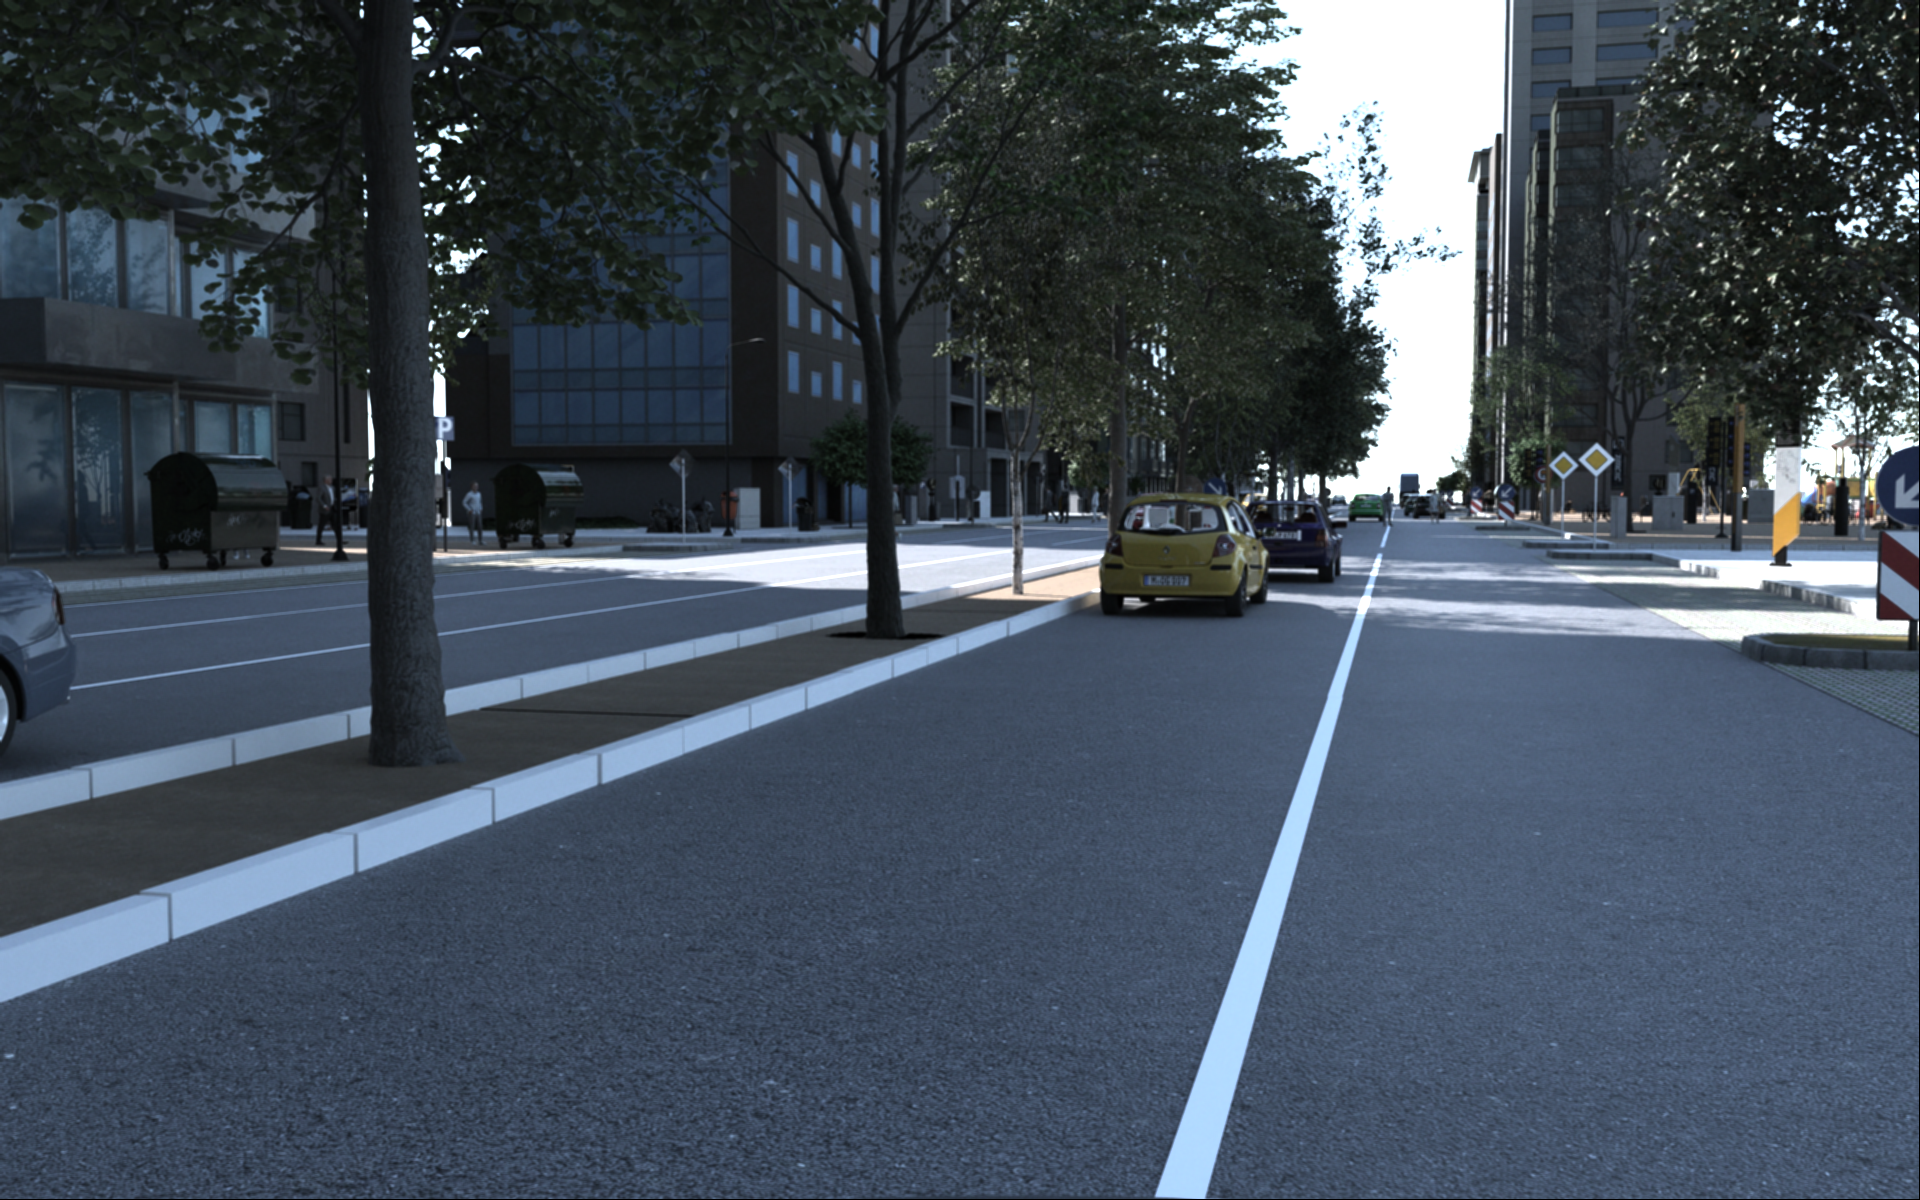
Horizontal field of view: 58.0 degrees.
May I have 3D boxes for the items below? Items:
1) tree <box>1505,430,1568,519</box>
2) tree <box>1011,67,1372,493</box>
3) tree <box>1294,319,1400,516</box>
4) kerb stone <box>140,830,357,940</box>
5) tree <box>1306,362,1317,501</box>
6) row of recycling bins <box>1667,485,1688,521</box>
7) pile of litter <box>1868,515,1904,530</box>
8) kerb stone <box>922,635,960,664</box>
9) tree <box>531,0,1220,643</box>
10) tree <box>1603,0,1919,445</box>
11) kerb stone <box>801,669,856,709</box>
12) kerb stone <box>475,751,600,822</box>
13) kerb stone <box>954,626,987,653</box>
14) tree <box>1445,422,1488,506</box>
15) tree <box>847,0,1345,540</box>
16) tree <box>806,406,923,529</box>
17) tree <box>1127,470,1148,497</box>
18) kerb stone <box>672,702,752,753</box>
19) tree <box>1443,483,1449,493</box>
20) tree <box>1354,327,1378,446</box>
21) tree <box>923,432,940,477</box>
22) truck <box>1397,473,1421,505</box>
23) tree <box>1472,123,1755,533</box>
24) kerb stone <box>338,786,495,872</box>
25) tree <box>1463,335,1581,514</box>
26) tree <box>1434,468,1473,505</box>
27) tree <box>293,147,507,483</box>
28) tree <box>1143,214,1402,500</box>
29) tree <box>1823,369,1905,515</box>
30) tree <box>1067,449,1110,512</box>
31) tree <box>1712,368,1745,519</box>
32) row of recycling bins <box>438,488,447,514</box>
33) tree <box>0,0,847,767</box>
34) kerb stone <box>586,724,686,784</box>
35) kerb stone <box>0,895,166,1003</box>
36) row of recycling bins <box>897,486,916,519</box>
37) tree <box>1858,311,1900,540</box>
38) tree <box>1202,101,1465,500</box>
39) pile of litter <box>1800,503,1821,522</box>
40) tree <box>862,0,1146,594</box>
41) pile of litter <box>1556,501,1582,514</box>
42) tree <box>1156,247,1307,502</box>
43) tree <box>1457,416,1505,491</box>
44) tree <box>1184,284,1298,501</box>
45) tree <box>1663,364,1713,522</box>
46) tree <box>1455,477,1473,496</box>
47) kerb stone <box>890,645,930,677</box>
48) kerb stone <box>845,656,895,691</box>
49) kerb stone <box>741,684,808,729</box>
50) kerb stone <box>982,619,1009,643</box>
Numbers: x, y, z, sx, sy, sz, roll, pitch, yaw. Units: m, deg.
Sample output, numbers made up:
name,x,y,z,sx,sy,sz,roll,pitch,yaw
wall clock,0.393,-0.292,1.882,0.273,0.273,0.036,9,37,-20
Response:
name,x,y,z,sx,sy,sz,roll,pitch,yaw
tree,31.981,-6.855,95.787,4.285,4.588,4.351,0,3,0
tree,4.791,-6.208,38.375,8.767,10.594,7.601,1,4,14
tree,22.578,-12.118,107.247,9.857,13.997,8.962,0,3,0
kerb stone,-2.467,0.987,6.064,0.120,0.150,1.000,1,4,14
tree,10.207,-6.587,60.520,4.737,8.622,4.395,0,3,0
row of recycling bins,34.846,-4.695,83.868,1.069,1.692,3.534,1,4,15
pile of litter,33.244,-2.950,62.200,1.719,0.858,1.176,-3,4,-36
kerb stone,-0.206,0.441,15.003,0.120,0.150,1.000,1,4,14
tree,-0.822,-5.429,16.984,9.928,11.665,9.643,0,3,0
tree,13.478,-6.501,23.295,9.611,12.733,9.660,0,3,0
kerb stone,-0.952,0.625,12.024,0.120,0.150,1.000,1,4,14
kerb stone,-1.965,0.865,8.056,0.120,0.150,1.000,1,4,14
kerb stone,0.050,0.379,15.993,0.120,0.150,1.000,1,4,14
tree,51.746,-13.837,176.604,4.737,8.622,4.395,0,3,0
tree,2.900,-6.749,30.923,7.486,12.596,7.792,0,3,0
tree,-4.013,-4.955,64.735,4.285,4.588,4.351,0,3,0
tree,14.443,-8.911,140.299,1.663,3.219,1.824,0,3,0
kerb stone,-1.459,0.744,10.043,0.120,0.150,1.000,1,4,14
tree,71.602,-15.832,253.447,1.663,3.219,1.824,0,3,0
tree,18.519,-10.565,93.322,7.486,12.596,7.792,0,3,0
tree,-2.491,-5.280,70.044,4.285,4.588,4.351,0,3,0
truck,55.928,-13.774,214.969,2.967,4.110,18.799,1,4,13
tree,22.312,-9.014,57.742,12.009,13.543,11.850,0,3,0
kerb stone,-2.214,0.928,7.054,0.120,0.150,1.000,1,4,14
tree,36.025,-11.348,111.291,9.928,11.665,9.643,0,3,0
tree,59.961,-13.761,208.706,4.285,4.588,4.351,0,3,0
tree,-11.376,-5.244,36.105,4.737,8.622,4.395,0,3,0
tree,12.229,-9.046,67.374,9.611,12.733,9.660,0,3,0
tree,50.572,-8.992,97.382,4.360,8.622,3.978,0,3,0
tree,8.680,-8.112,116.353,4.285,4.588,4.351,0,3,0
tree,31.852,-7.097,66.401,4.737,8.622,4.395,0,3,0
row of recycling bins,-35.412,-6.562,114.408,3.534,1.692,1.069,0,4,1
tree,-2.931,-5.372,8.421,7.486,12.596,7.792,0,3,0
kerb stone,-1.703,0.804,9.050,0.120,0.150,1.000,1,4,14
kerb stone,-2.714,1.053,5.072,0.120,0.150,1.000,1,4,14
row of recycling bins,-3.540,-4.990,88.693,1.069,1.692,3.534,-3,5,-44
tree,25.088,-5.946,47.572,4.737,8.622,4.395,0,3,0
tree,17.124,-13.740,82.994,12.611,20.169,13.585,0,3,0
pile of litter,39.565,-4.111,81.174,1.719,0.858,1.176,0,4,-3
tree,0.777,-4.361,24.130,4.360,8.622,3.978,0,3,0
pile of litter,39.842,-6.079,113.359,1.719,0.858,1.176,3,5,42
tree,7.681,-5.991,50.767,4.737,8.622,4.395,0,3,0
tree,46.161,-12.465,154.157,4.360,8.622,3.978,0,3,0
tree,8.945,-6.302,55.851,4.360,8.622,3.978,0,3,0
tree,39.066,-8.481,89.027,4.737,8.622,4.395,0,3,0
tree,52.842,-11.402,181.020,1.663,3.219,1.824,0,3,0
kerb stone,-0.455,0.507,14.012,0.120,0.150,1.000,1,4,14
kerb stone,-0.710,0.561,13.021,0.120,0.150,1.000,1,4,14
kerb stone,-1.208,0.683,11.034,0.120,0.150,1.000,1,4,14
kerb stone,0.293,0.319,16.986,0.120,0.150,1.000,1,4,14
